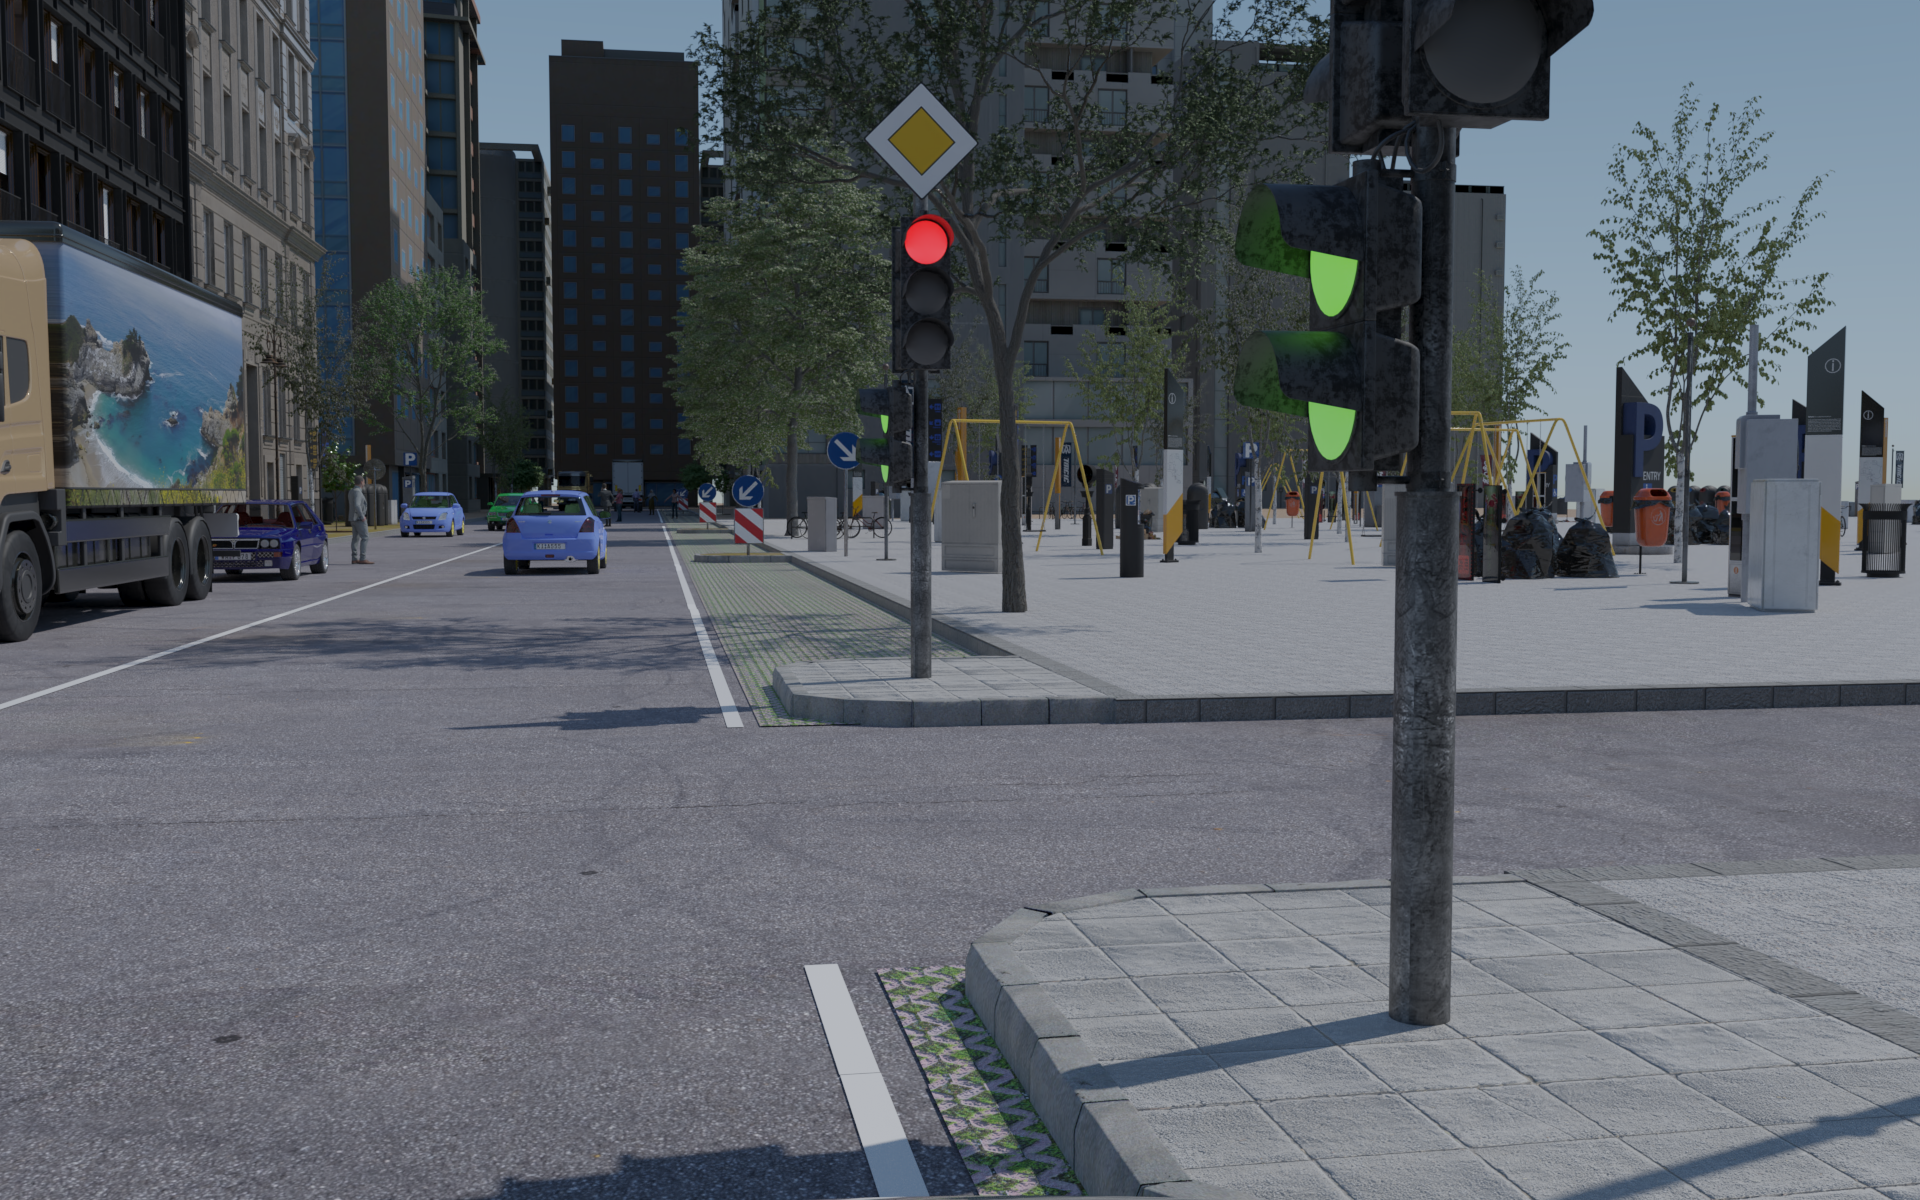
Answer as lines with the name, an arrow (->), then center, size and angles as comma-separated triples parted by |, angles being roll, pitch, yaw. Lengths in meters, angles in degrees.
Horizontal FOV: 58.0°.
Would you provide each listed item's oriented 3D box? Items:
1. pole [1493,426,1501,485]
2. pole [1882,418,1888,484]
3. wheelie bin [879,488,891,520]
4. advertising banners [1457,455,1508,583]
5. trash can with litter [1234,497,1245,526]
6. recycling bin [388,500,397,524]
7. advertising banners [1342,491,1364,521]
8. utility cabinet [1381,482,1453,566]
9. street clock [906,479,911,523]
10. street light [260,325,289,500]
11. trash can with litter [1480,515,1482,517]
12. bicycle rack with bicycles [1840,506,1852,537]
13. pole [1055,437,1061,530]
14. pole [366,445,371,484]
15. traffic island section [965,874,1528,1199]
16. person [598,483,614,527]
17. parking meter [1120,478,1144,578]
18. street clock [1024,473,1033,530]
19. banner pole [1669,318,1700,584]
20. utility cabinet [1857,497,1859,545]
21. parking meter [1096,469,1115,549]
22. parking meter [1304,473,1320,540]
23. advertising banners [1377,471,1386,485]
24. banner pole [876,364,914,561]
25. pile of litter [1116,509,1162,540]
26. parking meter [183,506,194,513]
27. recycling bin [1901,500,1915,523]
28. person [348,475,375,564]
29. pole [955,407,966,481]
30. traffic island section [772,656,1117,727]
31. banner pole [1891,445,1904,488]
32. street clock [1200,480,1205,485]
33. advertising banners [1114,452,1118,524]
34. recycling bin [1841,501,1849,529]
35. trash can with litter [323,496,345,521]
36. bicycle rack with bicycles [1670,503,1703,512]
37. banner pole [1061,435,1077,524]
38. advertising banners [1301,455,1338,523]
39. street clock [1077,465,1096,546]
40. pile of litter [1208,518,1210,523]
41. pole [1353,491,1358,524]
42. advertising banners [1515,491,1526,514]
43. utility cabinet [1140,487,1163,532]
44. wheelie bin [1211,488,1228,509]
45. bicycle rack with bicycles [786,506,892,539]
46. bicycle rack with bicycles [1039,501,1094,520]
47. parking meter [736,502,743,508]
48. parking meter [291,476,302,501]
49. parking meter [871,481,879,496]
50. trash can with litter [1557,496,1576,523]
pole -> 16.034, -3.541, 51.742 | 0.158, 3.312, 0.155 | 0, 3, 0
pole -> 24.622, -3.205, 46.250 | 0.158, 3.312, 0.155 | 0, 3, 0
wheelie bin -> -3.674, -4.624, 83.518 | 0.693, 1.594, 0.980 | 0, 4, 4
advertising banners -> 7.527, -1.805, 25.702 | 0.090, 3.025, 2.074 | -1, 4, -13
trash can with litter -> 11.221, -3.583, 69.964 | 0.624, 1.170, 1.055 | -1, 4, -20
recycling bin -> -24.307, -3.719, 73.353 | 0.722, 1.027, 0.722 | 0, 4, 2
advertising banners -> 19.186, -5.364, 83.894 | 2.074, 3.025, 0.090 | -2, 4, -29
utility cabinet -> 8.028, -1.330, 30.425 | 1.173, 1.500, 0.318 | 0, 4, 6
street clock -> -2.153, -4.434, 77.067 | 0.471, 2.002, 0.358 | 1, 4, 18
street light -> -18.755, -4.571, 47.519 | 0.468, 5.910, 1.993 | -1, 4, -10
trash can with litter -> 28.439, -4.959, 92.135 | 2.233, 1.210, 1.678 | 2, 4, 28
bicycle rack with bicycles -> 27.177, -2.411, 52.809 | 2.852, 0.926, 2.925 | 2, 4, 31
pole -> 3.531, -4.199, 62.499 | 0.158, 3.312, 0.155 | 0, 3, 0
pole -> -24.624, -4.789, 72.151 | 0.158, 3.312, 0.155 | 0, 3, 0
traffic island section -> 1.149, 1.103, 4.252 | 2.009, 0.180, 2.903 | -1, 4, -10
person -> -15.547, -4.164, 75.942 | 0.474, 1.900, 0.648 | 3, 5, 40
parking meter -> 2.650, -1.117, 26.674 | 0.372, 1.533, 0.369 | 0, 3, 0
street clock -> 2.362, -3.371, 59.682 | 0.358, 2.002, 0.471 | 0, 4, 7
banner pole -> 10.300, -2.109, 24.501 | 0.401, 3.779, 0.863 | 1, 4, 21
utility cabinet -> 23.053, -1.988, 43.664 | 1.020, 1.237, 0.306 | -2, 4, -31
parking meter -> 3.371, -2.111, 40.225 | 0.399, 1.863, 0.255 | -3, 5, -40
parking meter -> 9.948, -2.644, 48.933 | 0.399, 1.863, 0.255 | -1, 4, -17
advertising banners -> 12.961, -3.327, 50.582 | 2.074, 3.025, 0.090 | 1, 4, 20
banner pole -> -1.194, -2.651, 33.367 | 0.863, 3.779, 0.401 | 0, 4, -1
pile of litter -> 5.067, -2.150, 49.111 | 1.176, 0.858, 1.719 | -1, 4, -12
parking meter -> -16.200, -1.698, 36.168 | 0.372, 1.533, 0.369 | 0, 3, 0
recycling bin -> 42.598, -3.984, 77.699 | 0.722, 1.027, 0.722 | 3, 4, 37
person -> -12.294, -1.639, 35.398 | 0.391, 1.810, 0.635 | -3, 5, -43
pole -> 0.046, -2.874, 40.836 | 0.158, 3.312, 0.155 | 0, 3, 0
traffic island section -> -0.250, 0.622, 12.114 | 2.009, 0.180, 2.903 | -1, 4, -10
banner pole -> 47.388, -5.973, 87.674 | 0.863, 3.779, 0.401 | 0, 4, -6
street clock -> 12.609, -5.232, 90.112 | 0.358, 2.002, 0.471 | 1, 4, 19
advertising banners -> 6.448, -4.737, 73.643 | 0.090, 3.025, 2.074 | -1, 4, -9
recycling bin -> 32.001, -3.112, 63.441 | 0.722, 1.027, 0.722 | -2, 4, -24
trash can with litter -> -29.492, -4.297, 81.647 | 1.055, 1.170, 0.624 | -2, 4, -28
bicycle rack with bicycles -> 28.725, -3.269, 66.836 | 2.925, 0.926, 2.852 | 0, 4, 7
banner pole -> 4.664, -5.108, 73.533 | 0.863, 3.779, 0.401 | 1, 4, 20
advertising banners -> 16.042, -4.965, 77.368 | 2.074, 3.025, 0.090 | -2, 4, -25
street clock -> 3.137, -2.335, 42.748 | 0.471, 2.002, 0.358 | 3, 4, 36
pile of litter -> 11.835, -3.891, 77.590 | 1.719, 0.858, 1.176 | 1, 4, 10
pole -> 17.067, -4.939, 74.596 | 0.158, 3.312, 0.155 | 0, 3, 0
advertising banners -> 24.122, -4.934, 76.855 | 2.074, 3.025, 0.090 | 2, 4, 23
utility cabinet -> 6.384, -3.010, 57.886 | 0.318, 1.500, 1.173 | -2, 4, -28
wheelie bin -> 13.136, -4.896, 87.964 | 0.693, 1.594, 0.980 | 3, 4, 37
bicycle rack with bicycles -> -3.738, -2.232, 49.876 | 2.925, 0.926, 2.852 | 1, 4, 23
bicycle rack with bicycles -> 5.260, -4.576, 88.206 | 2.852, 0.926, 2.925 | -1, 4, -18
parking meter -> -9.913, -4.441, 78.326 | 0.399, 1.863, 0.255 | -3, 5, -41
parking meter -> -21.332, -3.059, 55.721 | 0.255, 1.863, 0.399 | 0, 4, -2
parking meter -> -3.928, -4.539, 79.925 | 0.255, 1.863, 0.399 | 2, 4, 29
trash can with litter -> 27.777, -4.138, 78.720 | 2.233, 1.210, 1.678 | 0, 4, 1
